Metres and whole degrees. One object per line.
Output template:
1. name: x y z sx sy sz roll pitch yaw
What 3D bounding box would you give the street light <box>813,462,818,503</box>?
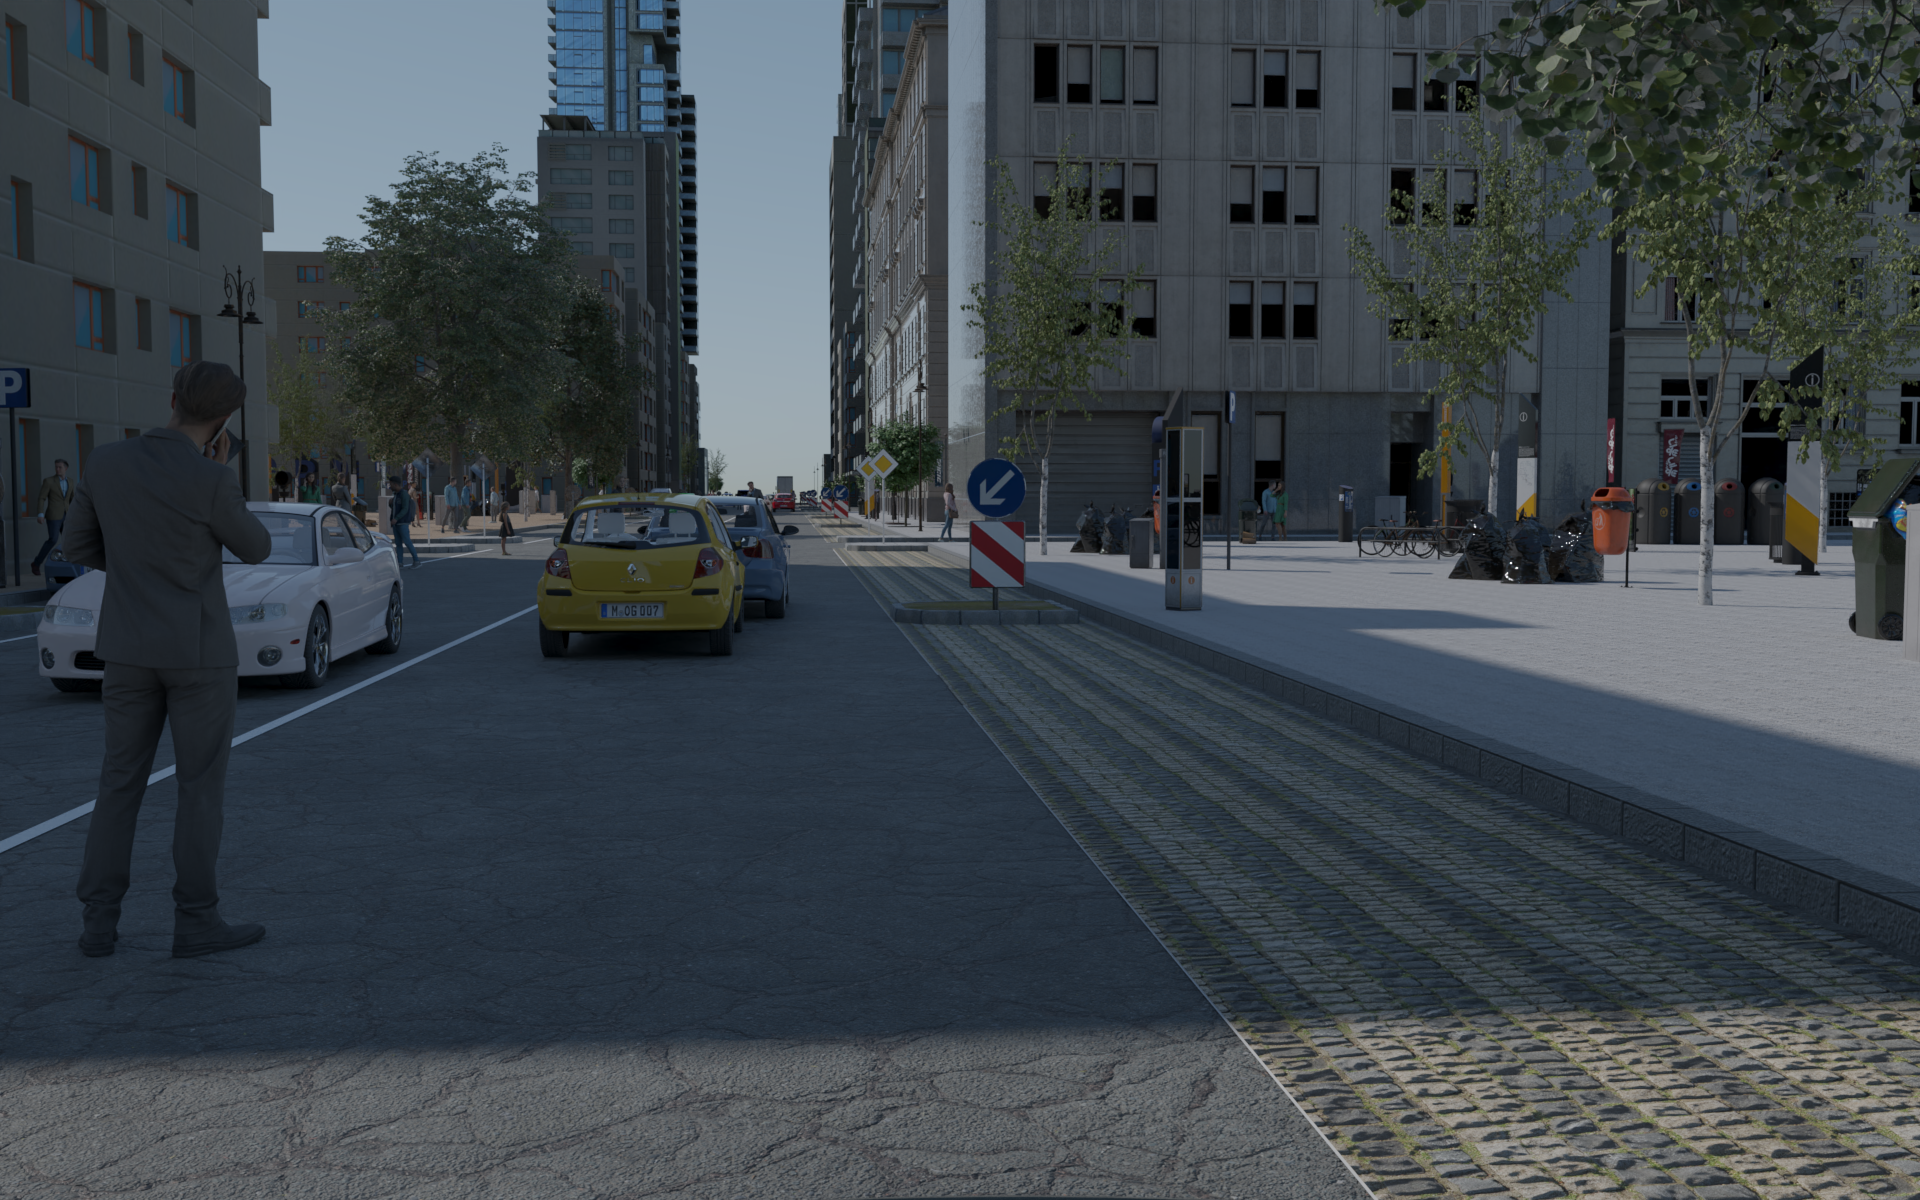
1. street light: -20.749 -17.109 252.526 0.468 5.910 1.993 0 4 -6

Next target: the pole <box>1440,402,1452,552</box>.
1. pole: 10.810 -2.733 38.531 0.158 3.312 0.155 0 3 0

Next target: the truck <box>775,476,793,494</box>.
1. truck: -27.792 -17.466 274.479 2.839 4.237 11.283 0 4 -7

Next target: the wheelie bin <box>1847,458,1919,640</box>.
1. wheelie bin: 8.362 -0.460 15.425 0.693 1.594 0.980 0 4 5

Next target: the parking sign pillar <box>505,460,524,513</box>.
1. parking sign pillar: -29.938 -7.837 116.601 1.447 3.967 1.447 -2 4 -24

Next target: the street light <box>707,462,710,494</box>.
1. street light: -35.324 -16.539 243.204 0.468 5.910 1.993 0 4 -6

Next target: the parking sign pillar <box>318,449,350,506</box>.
1. parking sign pillar: -34.866 -6.661 97.378 1.447 3.967 1.447 1 4 12

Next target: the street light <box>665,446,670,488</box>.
1. street light: -27.085 -11.495 160.738 0.468 5.910 1.993 0 4 -6

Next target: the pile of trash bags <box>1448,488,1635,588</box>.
1. pile of trash bags: 8.607 -0.937 25.071 1.912 1.369 3.447 -1 4 -13

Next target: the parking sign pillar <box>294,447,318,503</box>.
1. parking sign pillar: -37.275 -6.747 98.791 1.447 3.967 1.447 0 4 -2

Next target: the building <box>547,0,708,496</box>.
1. building: -47.970 -57.425 251.577 22.319 86.520 31.000 0 4 -6

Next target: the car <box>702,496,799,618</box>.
1. car: -2.983 -0.563 21.200 2.014 1.417 4.499 0 4 -5

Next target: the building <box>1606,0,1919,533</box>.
1. building: 35.104 -14.158 64.766 30.059 22.955 16.112 0 4 -6

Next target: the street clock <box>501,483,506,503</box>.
1. street clock: -28.870 -6.416 109.466 0.358 2.002 0.471 -1 4 -10

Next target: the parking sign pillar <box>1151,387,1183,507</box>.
1. parking sign pillar: 5.156 -3.341 43.090 1.447 3.967 1.447 2 4 24

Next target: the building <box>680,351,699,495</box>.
1. building: -48.412 -23.106 222.824 27.650 21.520 28.899 0 4 -6

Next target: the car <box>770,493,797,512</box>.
1. car: -14.070 -7.911 138.392 2.155 1.783 4.494 0 4 -5

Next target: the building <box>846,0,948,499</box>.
1. building: 1.609 -32.977 158.777 23.786 49.044 30.456 0 4 -6

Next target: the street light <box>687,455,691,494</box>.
1. street light: -30.370 -13.514 193.740 0.468 5.910 1.993 0 4 -6

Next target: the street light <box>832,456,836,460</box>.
1. street light: -12.326 -12.030 169.476 0.468 5.910 1.993 0 4 -6

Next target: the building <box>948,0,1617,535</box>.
1. building: 10.055 -14.762 59.376 19.932 24.808 12.078 0 4 -6

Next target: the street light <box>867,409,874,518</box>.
1. street light: -4.727 -7.309 92.293 0.468 5.910 1.993 0 4 -6

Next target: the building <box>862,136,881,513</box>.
1. building: 0.249 -19.461 115.443 12.463 27.353 25.104 0 4 -6

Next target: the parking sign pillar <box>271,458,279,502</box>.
1. parking sign pillar: -37.383 -6.413 93.328 1.447 3.967 1.447 2 4 29

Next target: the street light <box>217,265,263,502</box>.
1. street light: -14.547 -3.813 35.132 0.468 5.910 1.993 0 4 -6

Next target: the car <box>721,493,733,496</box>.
1. car: -24.964 -10.779 185.832 1.945 1.707 3.694 0 4 -7

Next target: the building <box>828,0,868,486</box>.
1. building: -8.253 -49.327 244.754 20.563 71.187 20.611 0 4 -6

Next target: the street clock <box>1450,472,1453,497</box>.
1. street clock: 15.098 -3.001 53.634 0.358 2.002 0.471 0 4 6

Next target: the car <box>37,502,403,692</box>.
1. car: -5.821 -0.109 14.147 2.083 1.381 4.827 0 4 -7

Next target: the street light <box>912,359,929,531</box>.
1. street light: -1.355 -5.291 59.299 0.468 5.910 1.993 0 4 -6

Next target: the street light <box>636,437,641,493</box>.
1. street light: -23.689 -9.470 127.630 0.468 5.910 1.993 0 4 -6

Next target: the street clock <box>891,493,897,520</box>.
1. street clock: -3.255 -4.966 85.768 0.471 2.002 0.358 3 4 36

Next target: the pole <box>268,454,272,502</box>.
1. pole: -35.407 -5.809 88.816 0.158 3.312 0.155 0 3 0

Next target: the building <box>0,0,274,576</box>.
1. building: -29.352 -11.063 25.927 28.899 21.520 27.650 0 4 -6

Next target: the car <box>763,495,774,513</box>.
1. car: -13.591 -6.377 116.625 2.083 1.381 4.827 0 4 -5

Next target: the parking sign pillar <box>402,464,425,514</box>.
1. parking sign pillar: -34.335 -7.341 108.496 1.447 3.967 1.447 2 4 23

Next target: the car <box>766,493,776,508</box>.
1. car: -17.789 -9.377 163.535 2.015 1.641 3.980 0 4 -6

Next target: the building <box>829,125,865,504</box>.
1. building: -5.947 -36.746 224.505 21.300 48.544 21.600 0 4 -6

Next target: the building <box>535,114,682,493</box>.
1. building: -38.062 -30.931 189.322 14.154 41.232 14.086 0 4 -6

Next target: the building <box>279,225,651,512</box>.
1. building: -40.221 -17.960 138.678 27.650 21.520 28.899 0 4 -6

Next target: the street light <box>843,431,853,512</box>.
1. street light: -8.082 -9.411 126.662 0.468 5.910 1.993 0 4 -6

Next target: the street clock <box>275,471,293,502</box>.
1. street clock: -20.853 -2.989 53.447 0.471 2.002 0.358 1 4 11

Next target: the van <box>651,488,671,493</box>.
1. van: -20.761 -6.915 120.078 2.013 2.044 4.112 0 4 -7

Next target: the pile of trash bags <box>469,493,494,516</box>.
1. pile of trash bags: -28.549 -5.628 101.767 1.912 1.369 3.447 -2 4 -32

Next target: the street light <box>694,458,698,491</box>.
1. street light: -32.012 -14.521 210.203 0.468 5.910 1.993 0 4 -6

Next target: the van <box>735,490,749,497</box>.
1. van: -29.322 -14.121 235.259 2.240 2.365 5.245 0 4 -4

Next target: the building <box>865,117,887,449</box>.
1. building: -0.543 -22.326 136.737 14.160 30.474 14.107 0 4 -6

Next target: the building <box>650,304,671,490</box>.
1. building: -43.032 -19.745 167.871 27.650 21.520 28.899 0 4 -6

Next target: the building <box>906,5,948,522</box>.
1. building: 2.893 -17.936 90.525 12.463 27.353 25.104 0 4 -6

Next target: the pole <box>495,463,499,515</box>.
1. pole: -28.461 -6.886 106.431 0.158 3.312 0.155 0 3 0

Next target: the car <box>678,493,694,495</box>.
1. car: -15.522 -5.400 97.079 1.959 1.807 4.718 0 4 -7

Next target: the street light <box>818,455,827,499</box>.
1. street light: -17.431 -15.091 219.526 0.468 5.910 1.993 0 4 -6

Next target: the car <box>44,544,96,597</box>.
1. car: -11.214 -0.762 24.462 2.014 1.417 4.499 0 4 -4

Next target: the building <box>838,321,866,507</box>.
1. building: 0.945 -21.057 189.320 27.650 21.520 28.899 0 4 -6

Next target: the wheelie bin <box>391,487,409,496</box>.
1. wheelie bin: -24.747 -4.196 76.513 0.693 1.594 0.980 -3 5 -39

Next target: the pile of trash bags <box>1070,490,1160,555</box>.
1. pile of trash bags: 3.757 -1.666 36.986 1.912 1.369 3.447 -1 4 -21

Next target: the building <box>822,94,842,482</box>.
1. building: -10.135 -58.561 270.140 22.319 86.520 31.000 0 4 -6

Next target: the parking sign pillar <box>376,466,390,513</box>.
1. parking sign pillar: -39.830 -8.057 120.203 1.447 3.967 1.447 -1 4 -14

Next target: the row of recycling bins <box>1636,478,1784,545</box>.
1. row of recycling bins: 18.992 -2.254 43.969 3.534 1.692 1.069 1 4 11

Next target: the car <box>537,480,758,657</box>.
1. car: -2.977 -0.397 16.713 2.015 1.641 3.980 0 4 -5
